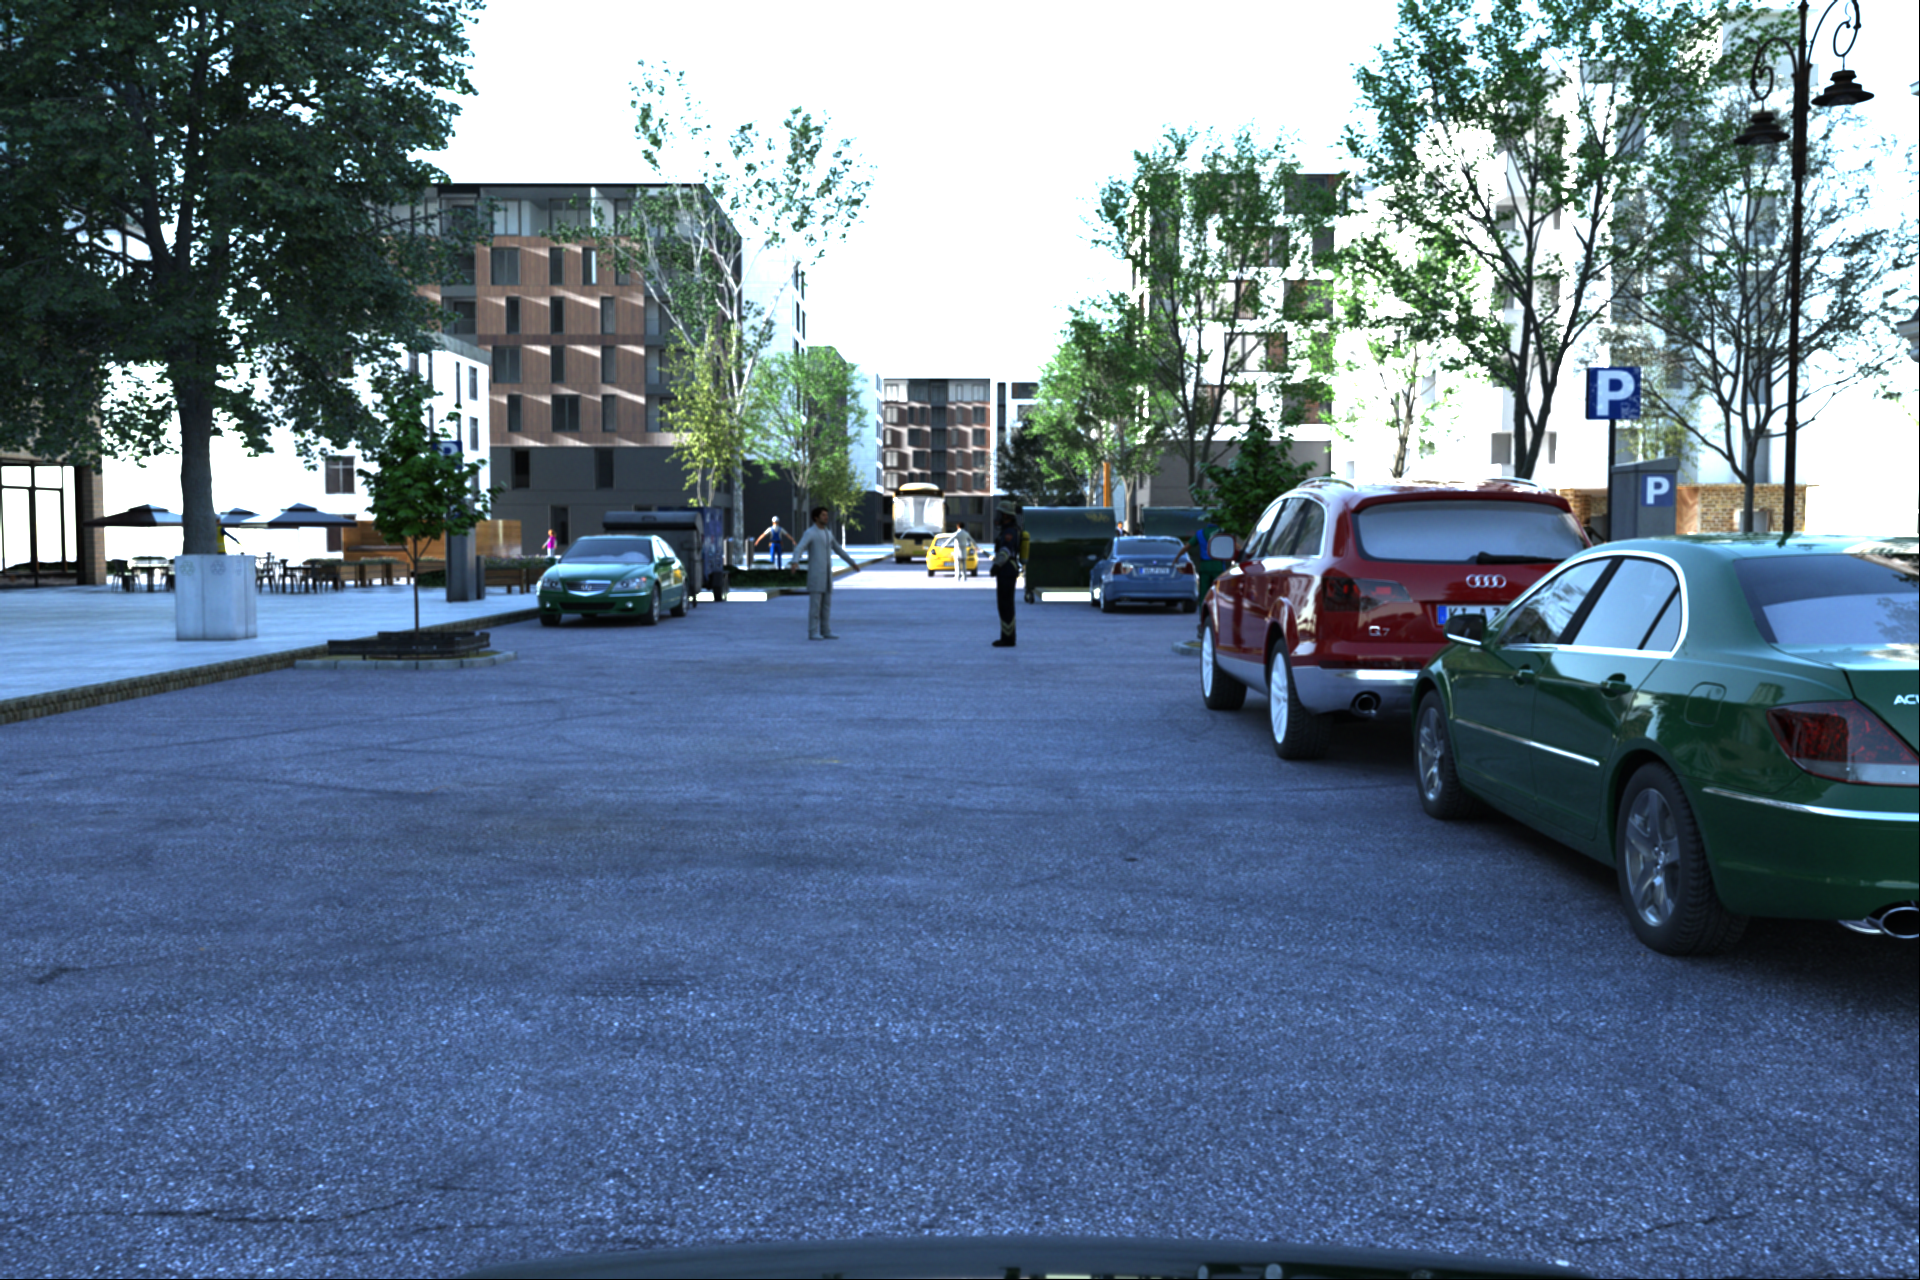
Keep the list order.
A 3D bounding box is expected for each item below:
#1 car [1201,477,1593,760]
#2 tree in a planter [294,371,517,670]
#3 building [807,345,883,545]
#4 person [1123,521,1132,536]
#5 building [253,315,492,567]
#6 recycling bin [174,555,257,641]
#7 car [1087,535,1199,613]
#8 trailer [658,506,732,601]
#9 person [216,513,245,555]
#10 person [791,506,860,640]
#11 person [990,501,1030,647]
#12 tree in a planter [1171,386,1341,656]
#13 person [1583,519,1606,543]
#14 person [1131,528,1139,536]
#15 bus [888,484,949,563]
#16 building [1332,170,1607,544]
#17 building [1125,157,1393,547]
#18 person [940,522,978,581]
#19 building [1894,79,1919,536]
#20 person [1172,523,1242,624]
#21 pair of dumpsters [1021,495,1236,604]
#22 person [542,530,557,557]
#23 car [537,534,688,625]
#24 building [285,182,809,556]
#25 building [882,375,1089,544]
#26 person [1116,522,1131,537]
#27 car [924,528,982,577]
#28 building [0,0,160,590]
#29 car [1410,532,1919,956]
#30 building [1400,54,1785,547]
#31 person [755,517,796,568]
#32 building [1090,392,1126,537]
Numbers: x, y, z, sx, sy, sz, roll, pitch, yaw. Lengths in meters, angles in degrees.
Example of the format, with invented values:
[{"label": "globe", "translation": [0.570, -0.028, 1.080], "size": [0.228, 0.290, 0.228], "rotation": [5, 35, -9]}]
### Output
[{"label": "car", "translation": [3.026, -0.237, 12.541], "size": [2.281, 1.827, 5.304], "rotation": [0, 4, 0]}, {"label": "tree in a planter", "translation": [-6.056, -1.345, 19.216], "size": [1.991, 3.239, 1.994], "rotation": [0, 4, 1]}, {"label": "building", "translation": [-23.942, -22.022, 204.029], "size": [27.936, 21.610, 32.646], "rotation": [0, 4, 1]}, {"label": "person", "translation": [6.587, -3.789, 68.079], "size": [0.705, 1.813, 1.348], "rotation": [-2, 4, -31]}, {"label": "building", "translation": [-26.191, -8.443, 80.196], "size": [9.099, 9.664, 28.070], "rotation": [0, 4, 0]}, {"label": "recycling bin", "translation": [-9.080, -0.526, 21.146], "size": [0.722, 1.027, 0.722], "rotation": [0, 4, 0]}, {"label": "car", "translation": [3.448, -1.273, 32.817], "size": [2.014, 1.417, 4.499], "rotation": [0, 3, 0]}, {"label": "trailer", "translation": [-5.740, -1.796, 36.411], "size": [1.471, 1.999, 3.904], "rotation": [0, 4, 0]}, {"label": "person", "translation": [-17.317, -2.082, 40.501], "size": [1.216, 1.772, 0.721], "rotation": [0, 4, 7]}, {"label": "person", "translation": [-1.885, -0.917, 23.633], "size": [0.705, 1.806, 1.347], "rotation": [3, 4, 37]}, {"label": "person", "translation": [0.565, -0.850, 22.138], "size": [0.705, 1.856, 1.354], "rotation": [0, 4, 7]}, {"label": "tree in a planter", "translation": [3.613, -1.452, 20.965], "size": [1.991, 3.239, 1.994], "rotation": [0, 4, -1]}, {"label": "person", "translation": [21.202, -3.204, 58.574], "size": [1.347, 1.806, 0.705], "rotation": [3, 5, 44]}, {"label": "person", "translation": [4.214, -1.999, 38.828], "size": [1.346, 1.812, 0.704], "rotation": [-3, 5, -39]}, {"label": "bus", "translation": [-2.000, -5.895, 87.925], "size": [2.896, 3.916, 12.252], "rotation": [0, 4, 0]}, {"label": "building", "translation": [25.016, -14.370, 91.365], "size": [16.016, 20.090, 11.380], "rotation": [0, 4, 0]}, {"label": "building", "translation": [24.260, -16.302, 110.506], "size": [27.936, 21.610, 32.646], "rotation": [0, 3, 0]}, {"label": "person", "translation": [0.011, -2.726, 53.217], "size": [1.347, 1.806, 0.705], "rotation": [-2, 4, -31]}, {"label": "building", "translation": [26.940, -14.759, 27.208], "size": [13.634, 28.700, 20.117], "rotation": [0, 4, 0]}, {"label": "person", "translation": [3.936, -1.123, 26.951], "size": [1.347, 1.817, 0.704], "rotation": [1, 4, 21]}, {"label": "pair of dumpsters", "translation": [3.457, -1.901, 36.038], "size": [4.436, 2.255, 1.574], "rotation": [0, 4, -1]}, {"label": "person", "translation": [-14.633, -3.214, 61.817], "size": [0.599, 1.433, 0.991], "rotation": [1, 4, 13]}, {"label": "car", "translation": [-5.665, -1.032, 28.665], "size": [2.131, 1.459, 4.920], "rotation": [0, 4, 0]}, {"label": "building", "translation": [-25.474, -16.713, 117.230], "size": [27.936, 21.610, 32.646], "rotation": [0, 4, 0]}, {"label": "building", "translation": [1.879, -23.756, 234.838], "size": [32.646, 21.610, 27.936], "rotation": [0, 3, 0]}, {"label": "person", "translation": [5.922, -3.486, 63.720], "size": [1.216, 1.740, 0.721], "rotation": [-1, 4, -9]}, {"label": "car", "translation": [-0.254, -3.011, 59.455], "size": [2.015, 1.641, 3.980], "rotation": [0, 3, 0]}, {"label": "building", "translation": [-31.559, -13.314, 24.263], "size": [21.656, 26.213, 47.522], "rotation": [0, 4, 0]}, {"label": "car", "translation": [3.275, 0.274, 7.317], "size": [2.131, 1.459, 4.920], "rotation": [0, 3, 0]}, {"label": "building", "translation": [24.444, -13.347, 74.646], "size": [16.016, 20.090, 11.380], "rotation": [0, 4, 0]}, {"label": "person", "translation": [-6.049, -3.123, 56.916], "size": [1.347, 1.847, 0.705], "rotation": [0, 4, -8]}, {"label": "building", "translation": [22.941, -19.172, 179.916], "size": [16.747, 18.905, 31.486], "rotation": [0, 4, 0]}]
